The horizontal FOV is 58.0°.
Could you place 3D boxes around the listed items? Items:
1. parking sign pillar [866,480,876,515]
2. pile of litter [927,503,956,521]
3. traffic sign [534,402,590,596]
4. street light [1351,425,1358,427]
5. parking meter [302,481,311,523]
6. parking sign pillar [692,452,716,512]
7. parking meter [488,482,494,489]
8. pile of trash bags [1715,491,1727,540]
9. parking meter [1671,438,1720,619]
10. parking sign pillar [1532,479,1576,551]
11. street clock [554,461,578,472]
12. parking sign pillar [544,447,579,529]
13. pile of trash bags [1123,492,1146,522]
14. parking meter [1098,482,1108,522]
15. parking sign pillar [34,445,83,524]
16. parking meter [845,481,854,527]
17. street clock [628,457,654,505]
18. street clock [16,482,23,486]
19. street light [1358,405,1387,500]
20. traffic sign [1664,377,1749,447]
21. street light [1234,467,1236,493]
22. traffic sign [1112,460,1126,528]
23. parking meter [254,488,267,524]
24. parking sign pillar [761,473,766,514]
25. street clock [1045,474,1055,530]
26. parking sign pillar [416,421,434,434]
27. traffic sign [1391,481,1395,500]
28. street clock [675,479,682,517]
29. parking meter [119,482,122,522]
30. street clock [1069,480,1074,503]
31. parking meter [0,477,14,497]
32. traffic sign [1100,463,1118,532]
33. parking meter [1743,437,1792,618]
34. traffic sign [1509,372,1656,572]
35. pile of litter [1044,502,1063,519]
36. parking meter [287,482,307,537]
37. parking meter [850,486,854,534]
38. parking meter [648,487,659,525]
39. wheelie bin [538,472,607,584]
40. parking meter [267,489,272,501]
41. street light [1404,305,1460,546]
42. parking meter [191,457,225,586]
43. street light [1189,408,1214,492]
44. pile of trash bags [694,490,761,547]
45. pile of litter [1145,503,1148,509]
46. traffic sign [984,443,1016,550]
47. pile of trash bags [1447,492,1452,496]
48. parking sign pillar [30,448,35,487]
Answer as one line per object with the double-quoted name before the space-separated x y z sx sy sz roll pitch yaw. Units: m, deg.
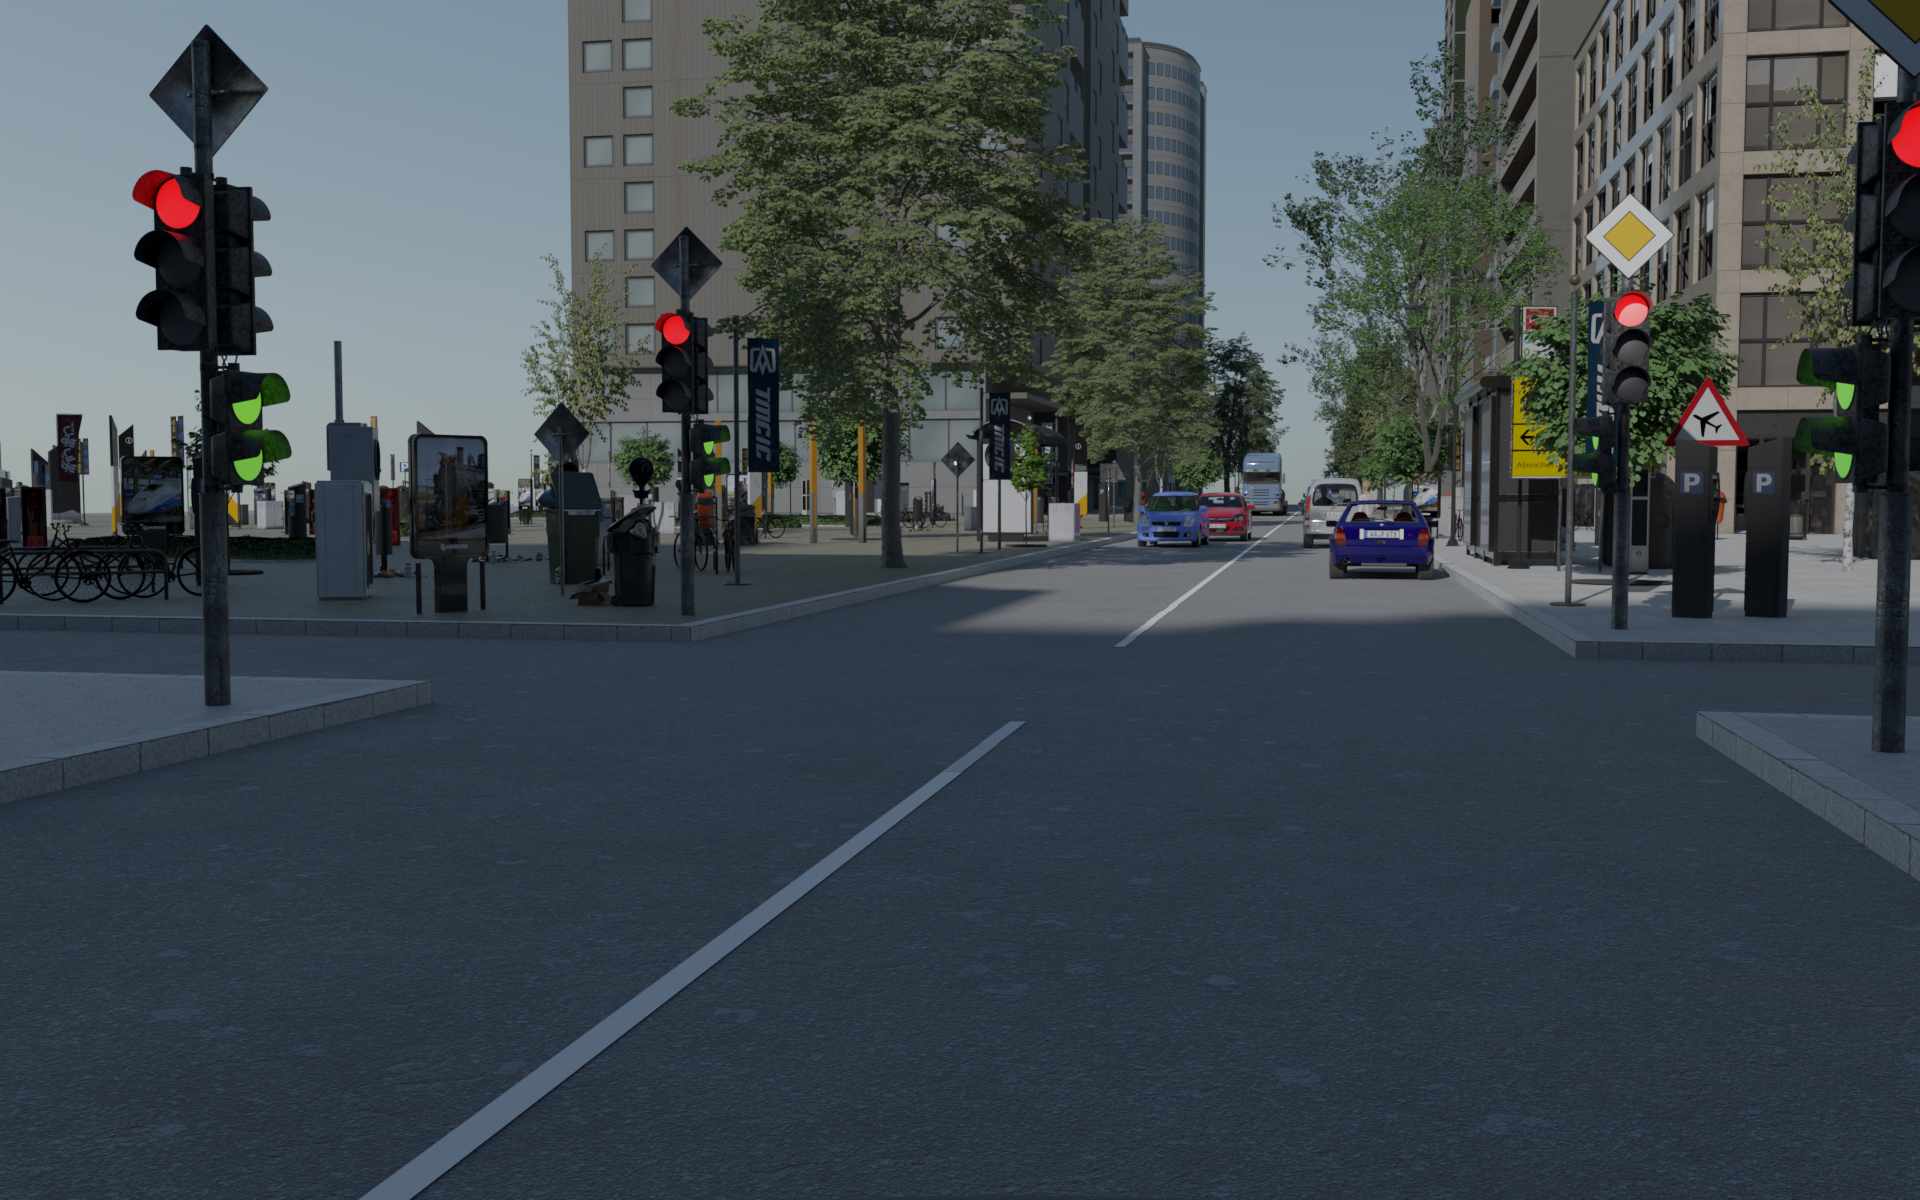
"parking sign pillar" -4.051 -5.421 77.107 1.447 3.967 1.447 0 4 -7
"pile of litter" -0.937 -4.196 82.566 1.719 0.858 1.176 2 4 32
"traffic sign" -5.017 -1.262 21.812 0.795 2.450 0.064 1 4 18
"street light" 27.143 -8.847 117.190 1.470 5.913 1.316 1 4 12
"parking meter" -28.535 -4.284 75.749 0.399 1.863 0.255 -1 4 -13
"parking sign pillar" -11.967 -5.712 81.858 1.447 3.967 1.447 -2 4 -32
"parking meter" -22.692 -4.770 83.700 0.255 1.863 0.399 -3 5 -40
"pile of trash bags" 20.077 -2.423 49.365 3.447 1.369 1.912 3 5 44
"parking meter" 7.623 -0.748 17.936 0.399 1.863 0.255 3 5 42
"parking sign pillar" 13.378 -3.129 39.625 1.447 3.967 1.447 0 4 2
"street clock" -8.736 -2.073 38.472 0.471 2.002 0.358 -2 4 -31
"parking sign pillar" -14.567 -4.598 63.644 1.447 3.967 1.447 3 5 39
"pile of trash bags" 8.503 -4.319 80.361 1.912 1.369 3.447 0 3 0
"parking meter" 6.666 -4.580 80.595 0.399 1.863 0.255 3 5 40
"parking sign pillar" -38.844 -5.290 74.971 1.447 3.967 1.447 2 4 35
"parking meter" -4.290 -3.764 67.257 0.255 1.863 0.399 1 4 19
"street clock" -6.244 -1.797 33.948 0.471 2.002 0.358 -1 4 -15
"street clock" -55.275 -5.949 101.834 0.471 2.002 0.358 3 5 44
"street light" 21.528 -7.180 89.938 1.470 5.913 1.316 1 4 12
"traffic sign" 8.299 -1.181 19.306 0.884 2.594 0.081 1 4 14
"street light" 22.936 -10.298 140.912 1.470 5.913 1.316 1 4 12
"traffic sign" 5.808 -3.993 65.284 0.884 2.594 0.081 1 4 18
"parking meter" -29.665 -3.967 73.263 0.372 1.533 0.369 0 3 0
"parking sign pillar" -9.461 -5.712 81.865 1.447 3.967 1.447 0 4 1
"street clock" 3.238 -3.516 62.050 0.471 2.002 0.358 1 4 18
"parking sign pillar" -19.427 -4.591 63.541 1.447 3.967 1.447 1 4 22
"traffic sign" 21.012 -5.124 83.880 0.768 2.556 0.104 1 4 12
"street clock" -13.819 -4.958 85.633 0.471 2.002 0.358 2 4 33
"parking meter" -37.929 -4.439 78.284 0.399 1.863 0.255 1 4 16
"street clock" 6.024 -5.356 92.133 0.358 2.002 0.471 -2 4 -35
"parking meter" -32.822 -3.300 59.672 0.399 1.863 0.255 -3 5 -41
"traffic sign" 4.972 -3.412 57.912 0.606 2.300 0.079 1 4 17
"parking meter" 8.415 -0.756 18.071 0.255 1.863 0.399 -3 5 -41
"traffic sign" 10.249 -2.121 28.556 2.265 3.308 0.079 1 4 19
"pile of litter" 5.179 -4.573 88.741 1.719 0.858 1.176 2 4 32
"parking meter" -14.314 -1.774 37.413 0.372 1.533 0.369 0 3 0
"parking meter" -3.318 -2.858 55.135 0.372 1.533 0.369 0 3 0
"parking meter" -10.701 -3.187 60.512 0.372 1.533 0.369 0 3 0
"wheelie bin" -5.582 -1.035 24.833 0.980 1.594 0.693 -2 4 -35
"parking meter" -31.838 -4.355 79.622 0.372 1.533 0.369 0 3 0
"street light" 11.588 -4.281 42.527 1.470 5.913 1.316 1 4 12
"parking meter" -10.540 -1.137 24.298 0.399 1.863 0.255 0 4 -6
"street light" 12.930 -7.384 93.263 1.470 5.913 1.316 1 4 12
"pile of trash bags" -6.064 -2.054 43.340 1.912 1.369 3.447 0 4 2
"pile of litter" 9.070 -4.429 86.381 1.176 0.858 1.719 1 4 20
"traffic sign" 0.908 -2.432 39.875 0.768 2.556 0.104 1 4 21
"pile of trash bags" 23.329 -4.130 77.282 3.447 1.369 1.912 -1 4 -11
"parking sign pillar" -54.389 -6.987 102.706 1.447 3.967 1.447 1 4 17
